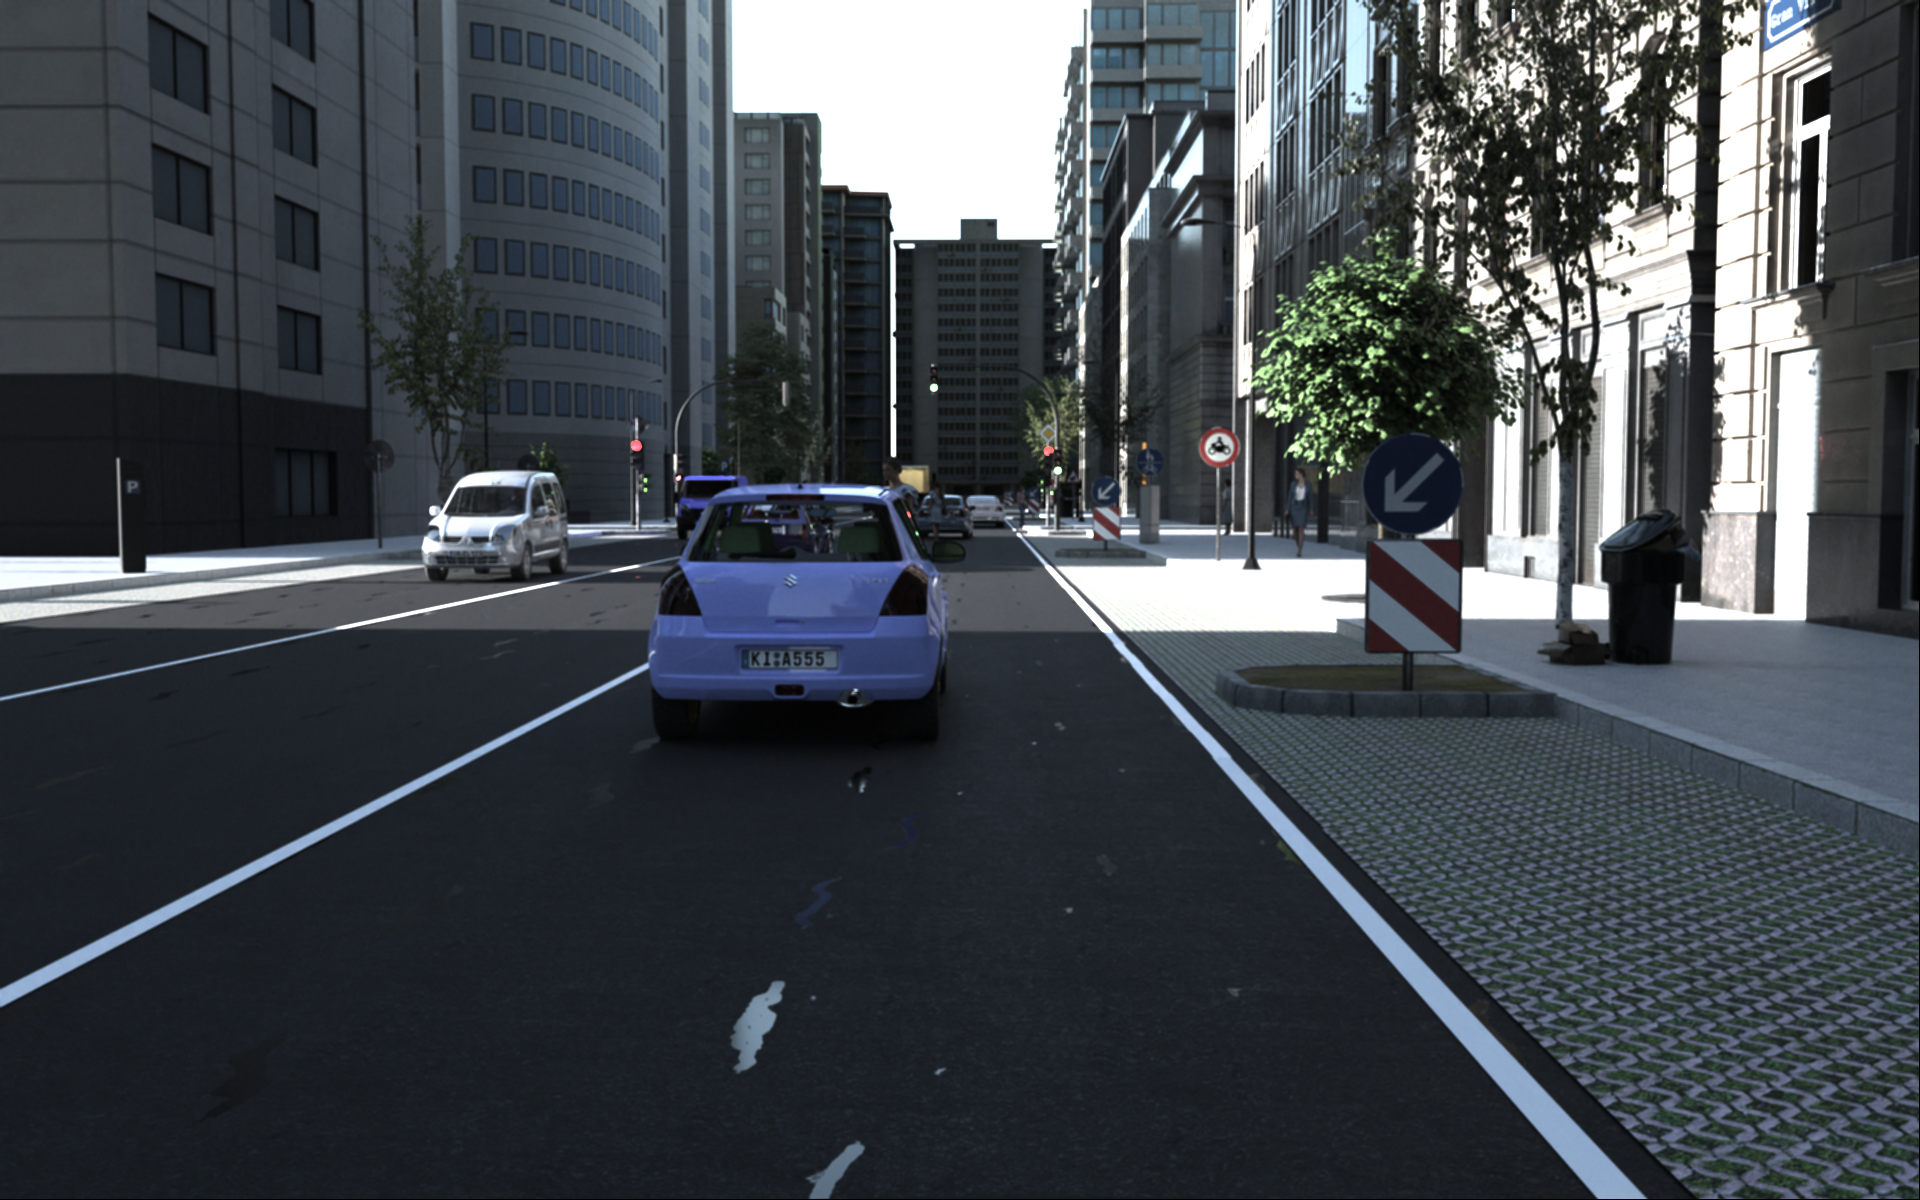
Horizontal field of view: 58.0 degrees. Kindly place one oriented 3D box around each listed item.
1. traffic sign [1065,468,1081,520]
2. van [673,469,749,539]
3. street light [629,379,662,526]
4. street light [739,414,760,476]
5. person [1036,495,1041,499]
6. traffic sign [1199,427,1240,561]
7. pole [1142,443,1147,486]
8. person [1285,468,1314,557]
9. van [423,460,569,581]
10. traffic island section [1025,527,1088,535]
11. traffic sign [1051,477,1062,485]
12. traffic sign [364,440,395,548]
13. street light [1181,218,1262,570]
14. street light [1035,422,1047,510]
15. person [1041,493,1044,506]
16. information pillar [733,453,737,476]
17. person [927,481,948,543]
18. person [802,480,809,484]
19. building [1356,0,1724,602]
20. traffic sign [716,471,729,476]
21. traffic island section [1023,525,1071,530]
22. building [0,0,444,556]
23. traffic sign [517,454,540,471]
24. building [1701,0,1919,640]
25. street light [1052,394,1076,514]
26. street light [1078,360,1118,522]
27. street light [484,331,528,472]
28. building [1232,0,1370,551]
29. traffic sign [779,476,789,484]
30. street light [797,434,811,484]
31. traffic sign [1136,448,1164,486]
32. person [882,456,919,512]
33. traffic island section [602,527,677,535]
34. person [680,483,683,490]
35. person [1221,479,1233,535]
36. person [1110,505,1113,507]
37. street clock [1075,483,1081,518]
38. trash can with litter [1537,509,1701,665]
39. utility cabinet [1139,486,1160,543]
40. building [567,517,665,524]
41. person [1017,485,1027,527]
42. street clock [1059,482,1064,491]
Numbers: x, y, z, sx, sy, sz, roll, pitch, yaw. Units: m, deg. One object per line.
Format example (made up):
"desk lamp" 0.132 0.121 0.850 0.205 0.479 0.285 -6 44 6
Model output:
"traffic sign" 5.625 -5.260 86.009 0.884 2.594 0.081 1 4 9
"van" -8.100 -3.232 57.225 2.240 2.365 5.245 0 4 0
"street light" -12.725 -5.968 70.118 1.470 5.913 1.316 0 4 1
"street light" -12.333 -7.862 101.090 1.470 5.913 1.316 0 4 1
"person" 9.575 -12.741 213.989 0.705 1.869 1.348 -2 4 -30
"traffic sign" 4.943 -2.016 33.067 0.768 2.556 0.104 0 4 5
"pole" 7.316 -4.574 68.632 0.158 3.312 0.155 0 3 0
"person" 7.012 -1.808 35.635 0.581 1.822 0.654 2 4 32
"van" -7.963 -1.401 29.924 2.013 2.044 4.112 0 4 0
"traffic island section" 3.444 -2.380 61.188 2.009 0.180 2.903 0 4 1
"traffic sign" 6.152 -6.725 110.053 0.768 2.556 0.104 0 4 1
"traffic sign" -13.706 -2.494 40.877 0.768 2.556 0.104 0 4 7
"street light" 4.416 -3.472 29.303 1.470 5.913 1.316 0 4 1
"street light" 5.545 -8.496 111.454 1.470 5.913 1.316 0 4 1
"person" 9.165 -11.160 189.188 0.721 1.739 1.217 2 4 29
"information pillar" -12.793 -6.548 98.421 0.183 3.616 0.504 1 4 12
"person" -0.645 -2.536 50.052 0.616 1.811 0.778 -1 4 -10
"person" -4.388 -2.447 48.613 0.679 1.850 0.850 0 4 0
"building" 13.330 -10.982 28.711 9.793 20.994 18.267 0 4 1
"traffic sign" -12.873 -5.730 93.797 0.768 2.556 0.104 0 4 8
"traffic island section" 3.545 -2.868 69.172 2.009 0.180 2.903 0 4 1
"building" -27.077 -37.037 43.808 20.611 71.187 20.563 0 4 1
"traffic sign" -13.787 -3.380 55.374 0.768 2.556 0.104 0 4 7
"building" 13.979 -12.819 6.862 12.463 27.353 25.104 0 4 1
"street light" 5.093 -6.579 80.101 1.470 5.913 1.316 0 4 1
"street light" 4.907 -5.366 60.275 1.470 5.913 1.316 0 4 1
"street light" -12.977 -4.701 49.402 1.470 5.913 1.316 0 4 1
"building" 15.044 -14.044 47.639 12.078 24.808 19.932 0 4 1
"traffic sign" -12.566 -7.565 123.692 0.884 2.594 0.081 0 4 1
"street light" -11.869 -9.762 132.143 1.470 5.913 1.316 0 4 1
"traffic sign" 5.259 -2.934 48.079 0.768 2.556 0.104 0 4 1
"person" -0.649 -0.549 17.570 0.778 1.811 0.616 -2 4 -24
"traffic island section" -11.397 -2.391 61.380 2.009 0.180 2.903 0 4 1
"person" -13.656 -4.818 84.994 0.511 1.800 0.466 -2 4 -24
"person" 8.279 -2.908 54.154 0.524 1.755 0.480 2 4 30
"person" 9.562 -6.169 109.494 0.523 1.515 0.503 0 4 -1
"street clock" 6.389 -5.462 93.871 0.358 2.002 0.471 0 4 -6
"trash can with litter" 4.977 -0.104 13.095 1.055 1.170 0.624 -1 4 -14
"utility cabinet" 4.944 -2.236 45.239 0.318 1.500 1.173 1 4 17
"building" -25.571 -33.188 84.618 21.231 58.520 28.212 0 4 1
"person" 2.691 -4.105 75.633 0.388 1.821 0.555 2 4 28
"street clock" 5.893 -5.904 101.096 0.358 2.002 0.471 -1 4 -11
